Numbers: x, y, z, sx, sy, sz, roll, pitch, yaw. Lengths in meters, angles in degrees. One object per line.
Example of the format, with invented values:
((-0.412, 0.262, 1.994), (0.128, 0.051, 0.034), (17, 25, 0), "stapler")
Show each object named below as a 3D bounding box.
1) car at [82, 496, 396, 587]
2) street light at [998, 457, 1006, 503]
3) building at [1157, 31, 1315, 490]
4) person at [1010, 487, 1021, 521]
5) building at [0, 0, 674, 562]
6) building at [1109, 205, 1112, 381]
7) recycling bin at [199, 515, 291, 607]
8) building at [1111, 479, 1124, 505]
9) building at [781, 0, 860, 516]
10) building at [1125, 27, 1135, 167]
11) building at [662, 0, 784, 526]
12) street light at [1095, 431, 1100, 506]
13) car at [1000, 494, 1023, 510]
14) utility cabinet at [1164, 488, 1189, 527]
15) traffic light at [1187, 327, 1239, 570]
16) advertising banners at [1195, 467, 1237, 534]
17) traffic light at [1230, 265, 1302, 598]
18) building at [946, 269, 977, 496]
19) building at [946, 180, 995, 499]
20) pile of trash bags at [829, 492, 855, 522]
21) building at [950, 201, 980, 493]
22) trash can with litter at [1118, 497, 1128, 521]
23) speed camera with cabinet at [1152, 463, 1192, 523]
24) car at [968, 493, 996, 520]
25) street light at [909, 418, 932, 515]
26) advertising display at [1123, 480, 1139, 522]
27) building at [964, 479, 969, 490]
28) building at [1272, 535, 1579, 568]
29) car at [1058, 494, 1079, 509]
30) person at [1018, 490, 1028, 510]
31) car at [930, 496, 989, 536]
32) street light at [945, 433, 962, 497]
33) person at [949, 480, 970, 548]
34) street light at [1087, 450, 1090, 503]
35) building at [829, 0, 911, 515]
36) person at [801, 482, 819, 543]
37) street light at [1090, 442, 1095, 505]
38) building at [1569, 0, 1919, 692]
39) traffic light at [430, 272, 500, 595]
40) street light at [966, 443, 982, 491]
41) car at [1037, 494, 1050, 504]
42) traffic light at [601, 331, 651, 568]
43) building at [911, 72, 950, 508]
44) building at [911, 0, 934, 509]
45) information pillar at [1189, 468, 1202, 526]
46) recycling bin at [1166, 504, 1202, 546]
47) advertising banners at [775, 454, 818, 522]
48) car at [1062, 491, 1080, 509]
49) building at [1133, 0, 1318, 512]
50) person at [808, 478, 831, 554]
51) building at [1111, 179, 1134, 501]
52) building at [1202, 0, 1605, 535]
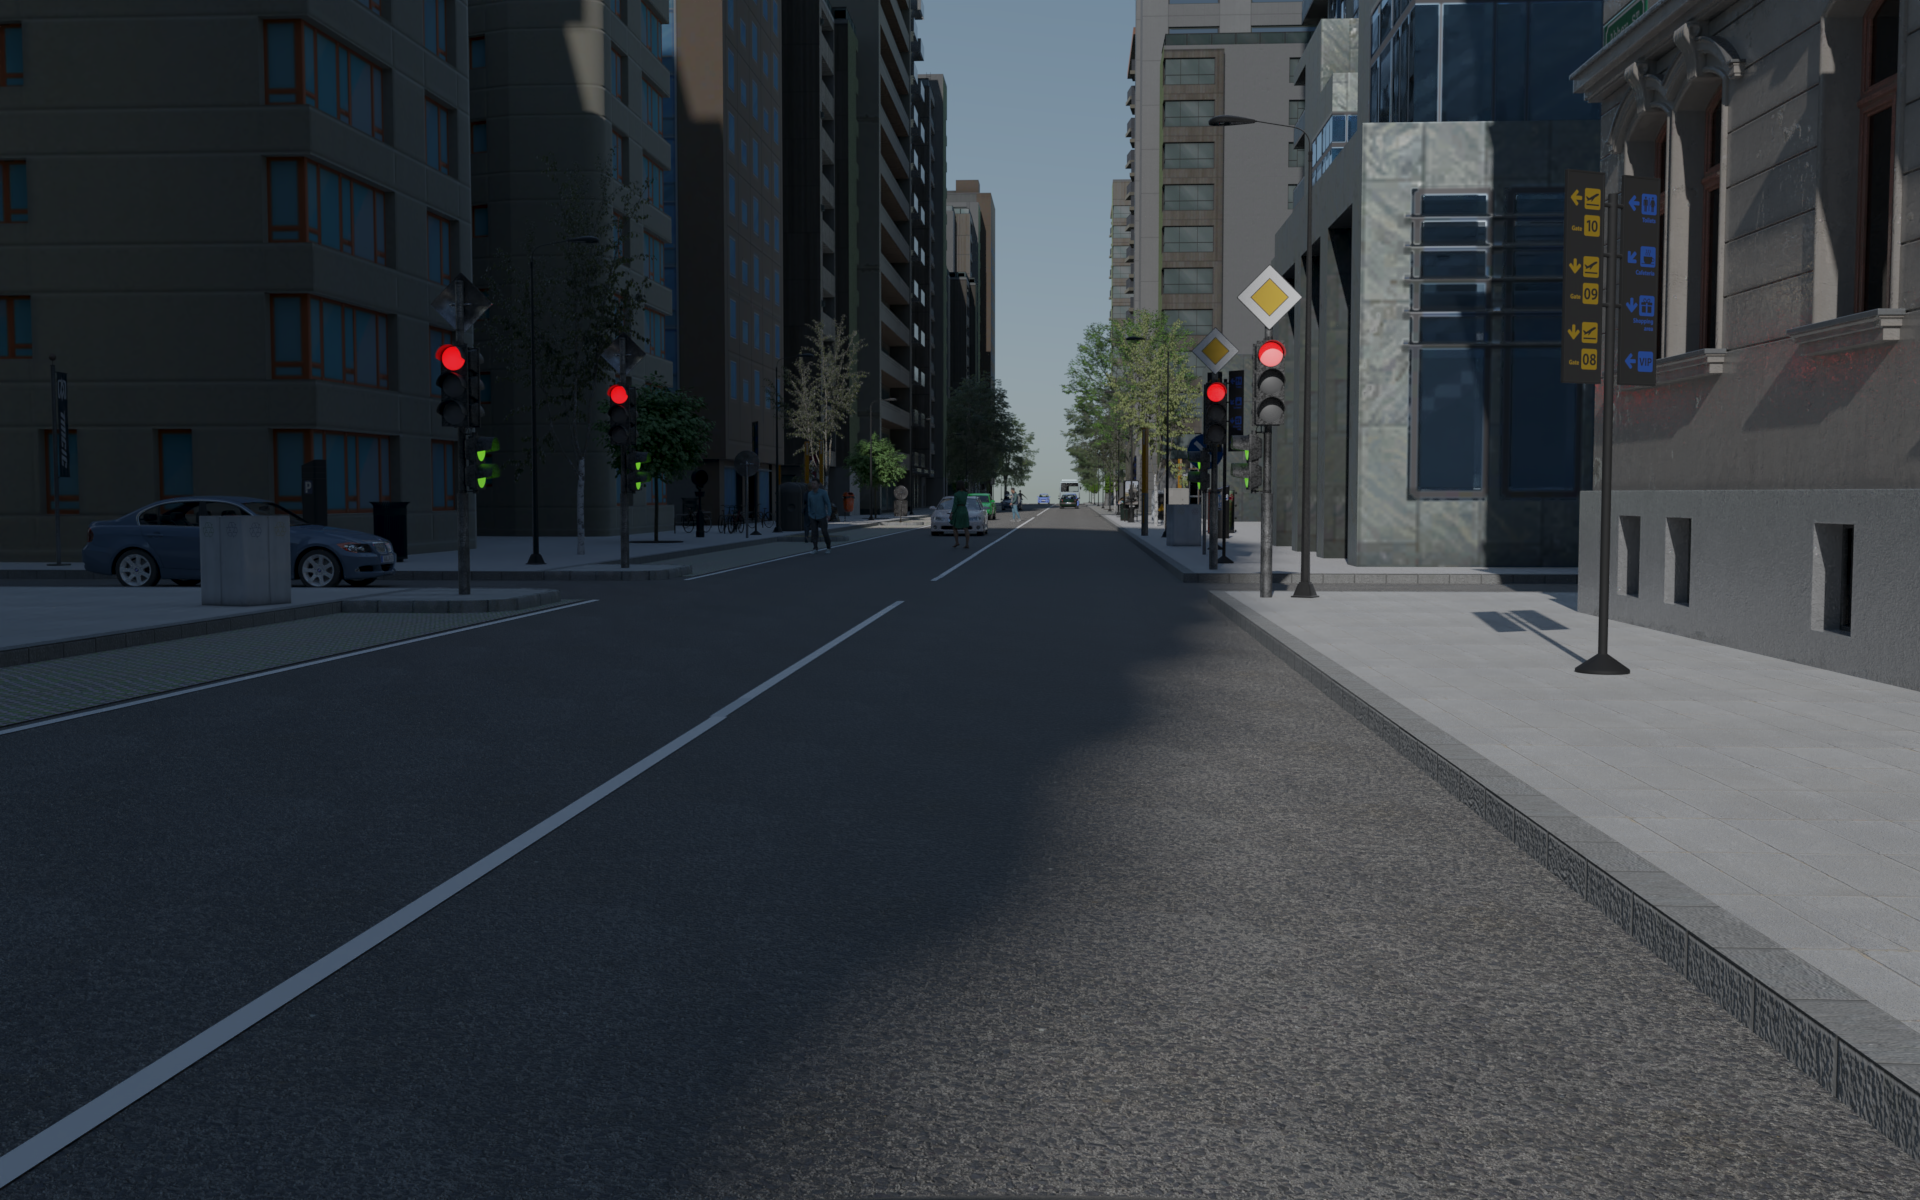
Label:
((-10.923, -0.882, 26.416), (4.499, 1.417, 2.014), (0, 4, 2), "car")
((4.707, -14.903, 216.201), (1.470, 5.913, 1.316), (0, 4, 4), "street light")
((19.813, -20.830, 112.273), (14.160, 30.474, 14.107), (0, 4, 4), "building")
((2.858, -5.026, 91.019), (0.721, 1.781, 0.623), (-1, 4, -23), "person")
((-24.776, -12.341, 46.814), (27.650, 21.520, 28.899), (0, 4, 4), "building")
((32.470, -36.286, 247.897), (22.147, 44.769, 28.867), (0, 4, 4), "building")
((-8.306, -0.464, 20.141), (0.722, 1.027, 0.722), (2, 4, 25), "recycling bin")
((34.205, -31.496, 206.835), (32.217, 40.220, 23.993), (0, 4, 4), "building")
((-13.561, -19.983, 98.423), (14.160, 30.474, 14.107), (0, 4, 4), "building")
((26.690, -31.034, 162.028), (22.147, 44.769, 28.867), (0, 4, 4), "building")
((-15.848, -26.046, 75.958), (14.600, 45.320, 14.200), (0, 4, 4), "building")
((9.000, -8.047, 104.104), (1.470, 5.913, 1.316), (0, 4, 4), "street light")
((4.592, -8.609, 152.754), (2.014, 1.417, 4.499), (0, 4, 4), "car")
((8.279, -3.490, 65.742), (1.173, 1.500, 0.318), (-3, 4, -37), "utility cabinet")
((4.290, -2.473, 29.347), (0.839, 4.253, 0.868), (0, 4, 4), "traffic light")
((8.207, -3.653, 55.921), (2.074, 3.025, 0.090), (-3, 4, -38), "advertising banners")
((3.778, -1.985, 21.378), (0.839, 4.253, 0.868), (0, 4, 4), "traffic light")
((-5.149, -27.577, 222.585), (14.160, 30.474, 14.107), (0, 4, 4), "building")
((-2.112, -36.726, 250.576), (14.600, 45.320, 14.200), (0, 4, 4), "building")
((-6.287, -4.320, 80.381), (3.447, 1.369, 1.912), (-3, 5, -43), "pile of trash bags")
((-4.604, -33.806, 236.321), (14.154, 41.232, 14.086), (0, 4, 4), "building")
((7.859, -4.395, 83.242), (0.624, 1.170, 1.055), (0, 4, 0), "trash can with litter")
((9.563, -5.052, 76.940), (2.038, 3.252, 0.660), (1, 4, 11), "speed camera with cabinet")
((1.010, -5.326, 95.871), (1.959, 1.807, 4.718), (0, 4, 5), "car")
((-2.440, -8.185, 106.366), (1.470, 5.913, 1.316), (0, 4, 4), "street light")
((7.974, -4.620, 80.751), (0.974, 1.923, 0.123), (-3, 5, -42), "advertising display")
((-15.194, -31.315, 203.876), (32.217, 40.220, 23.993), (0, 4, 4), "building")
((23.162, -44.361, 37.975), (31.000, 86.520, 22.319), (0, 4, 4), "building")
((10.514, -9.674, 167.962), (2.009, 1.686, 4.222), (0, 4, 4), "car")
((5.593, -9.309, 160.705), (1.348, 1.824, 0.705), (-1, 4, -9), "person")
((0.006, -2.968, 60.886), (2.083, 1.381, 4.827), (0, 4, 3), "car")
((-0.567, -9.804, 132.837), (1.470, 5.913, 1.316), (0, 4, 4), "street light")
((0.017, -2.259, 45.679), (0.529, 1.795, 0.600), (3, 5, 43), "person")
((12.165, -11.083, 153.753), (1.470, 5.913, 1.316), (0, 4, 4), "street light")
((-14.862, -30.111, 116.019), (21.300, 48.544, 21.600), (0, 4, 4), "building")
((-4.355, -2.557, 50.733), (0.576, 1.772, 0.534), (0, 4, -6), "person")
((10.522, -9.486, 127.644), (1.470, 5.913, 1.316), (0, 4, 4), "street light")
((12.201, -13.400, 6.474), (14.401, 28.519, 23.554), (0, 4, 4), "building")
((-6.313, -2.024, 22.008), (0.839, 4.253, 0.868), (0, 4, 4), "traffic light")
((1.128, -11.409, 159.071), (1.470, 5.913, 1.316), (0, 4, 4), "street light")
((12.119, -14.714, 250.169), (1.945, 1.707, 3.694), (0, 4, 5), "car")
((-5.802, -2.511, 29.976), (0.839, 4.253, 0.868), (0, 4, 4), "traffic light")
((-8.706, -29.392, 164.155), (14.154, 41.232, 14.086), (0, 4, 4), "building")
((-14.666, -31.952, 142.023), (23.786, 49.044, 30.456), (0, 4, 4), "building")
((6.713, -2.748, 49.428), (0.304, 2.012, 0.304), (2, 4, 24), "information pillar")
((5.534, -1.851, 42.812), (0.722, 1.027, 0.722), (0, 4, -8), "recycling bin")
((-7.175, -4.887, 76.082), (2.074, 3.025, 0.090), (1, 4, 20), "advertising banners")
((11.007, -9.964, 172.501), (1.945, 1.707, 3.694), (0, 4, 4), "car")
((23.892, -36.105, 132.320), (21.231, 58.520, 28.212), (0, 4, 4), "building")
((-3.342, -2.018, 41.506), (0.660, 1.820, 0.620), (1, 4, 21), "person")
((26.786, -33.225, 226.819), (14.154, 41.232, 14.086), (0, 4, 4), "building")
((22.750, -46.427, 71.757), (22.319, 86.520, 31.000), (0, 4, 4), "building")
